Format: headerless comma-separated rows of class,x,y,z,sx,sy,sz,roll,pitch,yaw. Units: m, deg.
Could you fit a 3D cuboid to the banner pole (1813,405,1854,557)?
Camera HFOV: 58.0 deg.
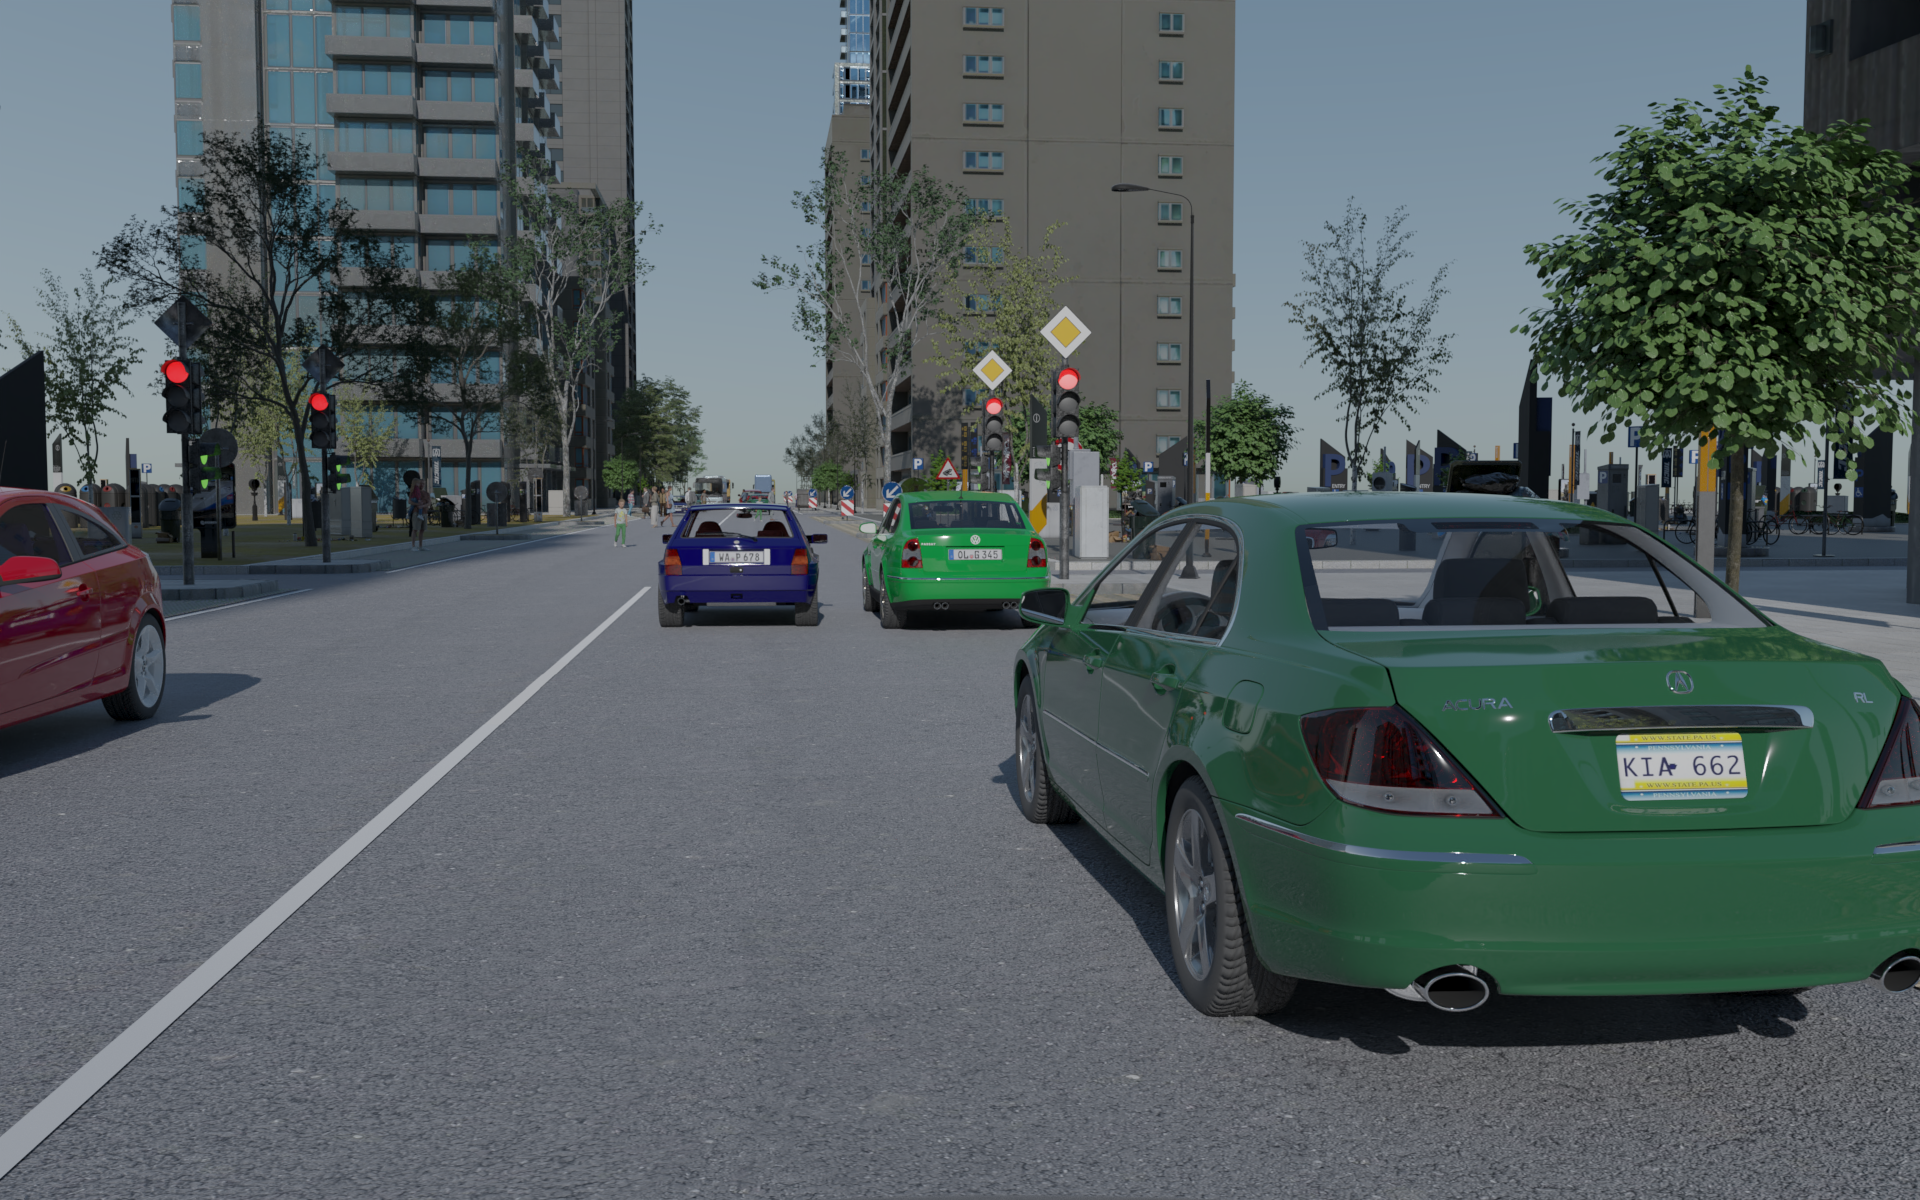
banner pole,17.975,-2.783,35.525,0.863,3.779,0.401,-1,4,-13

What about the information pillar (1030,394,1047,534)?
information pillar,1.830,-3.017,40.682,0.504,3.616,0.183,-3,4,-39

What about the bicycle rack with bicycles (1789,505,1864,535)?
bicycle rack with bicycles,27.337,-2.542,54.944,2.852,0.926,2.925,-2,4,-30

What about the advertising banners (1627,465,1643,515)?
advertising banners,39.914,-6.513,102.675,2.074,3.025,0.090,-3,5,-39

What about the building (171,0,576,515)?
building,-39.953,-30.623,120.292,23.786,49.044,30.456,0,4,-7

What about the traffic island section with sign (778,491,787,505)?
traffic island section with sign,-24.437,-14.277,242.056,1.989,1.847,2.006,0,4,-7

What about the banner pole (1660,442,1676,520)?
banner pole,33.738,-5.644,82.299,0.863,3.779,0.401,1,4,13

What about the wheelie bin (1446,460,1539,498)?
wheelie bin,4.944,-0.508,16.221,0.980,1.594,0.693,0,4,5

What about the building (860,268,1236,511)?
building,6.148,-18.572,148.693,27.650,21.520,28.899,0,4,-7

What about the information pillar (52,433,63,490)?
information pillar,-34.838,-4.622,66.920,0.504,3.616,0.183,2,4,27

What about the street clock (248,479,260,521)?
street clock,-33.797,-4.796,82.981,0.358,2.002,0.471,2,4,33

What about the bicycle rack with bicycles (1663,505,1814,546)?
bicycle rack with bicycles,19.307,-1.860,43.786,2.925,0.926,2.852,0,4,-5

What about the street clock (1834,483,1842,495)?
street clock,58.211,-6.747,114.887,0.358,2.002,0.471,-1,4,-21

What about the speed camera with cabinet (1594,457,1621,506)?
speed camera with cabinet,34.591,-6.023,92.809,2.038,3.252,0.660,3,5,42

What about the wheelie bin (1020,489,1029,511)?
wheelie bin,3.621,-5.616,99.737,0.693,1.594,0.980,-1,4,-17

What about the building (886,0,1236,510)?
building,6.286,-30.454,121.622,21.300,48.544,21.600,0,4,-7

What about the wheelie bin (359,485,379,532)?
wheelie bin,-20.044,-3.081,58.285,0.693,1.594,0.980,1,4,13

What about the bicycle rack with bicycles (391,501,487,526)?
bicycle rack with bicycles,-21.601,-3.527,71.042,2.925,0.926,2.852,1,4,21

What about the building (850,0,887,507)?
building,-0.237,-44.835,171.302,20.563,71.187,20.611,0,4,-7

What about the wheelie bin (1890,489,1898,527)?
wheelie bin,34.012,-3.410,63.668,0.980,1.594,0.693,-1,4,-19

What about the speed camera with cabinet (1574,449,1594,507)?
speed camera with cabinet,27.331,-5.054,76.975,0.660,3.252,2.038,0,4,0

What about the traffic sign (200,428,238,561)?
traffic sign,-14.290,-2.034,33.366,0.768,2.556,0.104,0,4,-3

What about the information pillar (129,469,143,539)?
information pillar,-23.741,-2.776,49.884,0.304,2.012,0.304,-1,4,-22

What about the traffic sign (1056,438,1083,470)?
traffic sign,2.372,-2.357,38.636,0.768,2.556,0.104,0,4,2

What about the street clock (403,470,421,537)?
street clock,-16.466,-2.905,52.059,0.471,2.002,0.358,0,4,-4

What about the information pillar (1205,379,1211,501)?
information pillar,5.030,-2.680,35.173,0.183,3.616,0.504,0,4,7

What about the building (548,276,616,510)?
building,-45.220,-18.673,150.337,27.650,21.520,28.899,0,4,-7

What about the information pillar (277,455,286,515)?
information pillar,-40.891,-6.915,104.420,0.504,3.616,0.183,-3,5,-40

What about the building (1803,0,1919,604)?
building,16.749,-15.011,17.132,14.160,30.474,14.107,0,4,-7

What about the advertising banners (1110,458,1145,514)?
advertising banners,8.153,-5.322,83.208,2.074,3.025,0.090,0,4,-1

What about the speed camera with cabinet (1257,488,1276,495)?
speed camera with cabinet,18.363,-6.764,104.933,0.660,3.252,2.038,-1,4,-23

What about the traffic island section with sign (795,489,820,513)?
traffic island section with sign,-11.378,-7.561,132.253,1.989,1.847,2.006,0,4,-7

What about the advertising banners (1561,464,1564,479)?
advertising banners,34.844,-6.397,100.781,0.090,3.025,2.074,0,4,4

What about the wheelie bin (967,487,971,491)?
wheelie bin,0.568,-4.408,79.979,0.693,1.594,0.980,-1,4,-18

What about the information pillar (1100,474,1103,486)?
information pillar,5.984,-5.000,73.106,0.183,3.616,0.504,0,4,1

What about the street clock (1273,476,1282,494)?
street clock,12.973,-4.054,70.852,0.358,2.002,0.471,1,4,19

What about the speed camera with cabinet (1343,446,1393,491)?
speed camera with cabinet,16.984,-4.765,72.247,2.038,3.252,0.660,3,5,41

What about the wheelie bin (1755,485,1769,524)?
wheelie bin,28.695,-3.339,62.497,0.693,1.594,0.980,-3,5,-42

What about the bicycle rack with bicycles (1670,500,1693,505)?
bicycle rack with bicycles,46.596,-5.968,110.954,2.925,0.926,2.852,1,4,16

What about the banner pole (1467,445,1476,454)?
banner pole,26.128,-6.032,88.645,0.863,3.779,0.401,-2,4,-25

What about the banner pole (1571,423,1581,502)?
banner pole,21.533,-4.320,60.642,0.401,3.779,0.863,0,4,-4

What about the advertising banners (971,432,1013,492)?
advertising banners,0.884,-3.248,49.292,0.090,3.025,2.074,-2,4,-35

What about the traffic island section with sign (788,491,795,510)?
traffic island section with sign,-14.559,-9.198,159.021,1.989,1.847,2.006,0,4,-7

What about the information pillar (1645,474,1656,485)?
information pillar,25.500,-3.639,63.989,0.304,2.012,0.304,0,4,5

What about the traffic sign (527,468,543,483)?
traffic sign,-20.435,-5.092,83.364,0.768,2.556,0.104,0,4,-2

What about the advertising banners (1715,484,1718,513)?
advertising banners,32.428,-4.774,74.247,0.090,3.025,2.074,2,4,26

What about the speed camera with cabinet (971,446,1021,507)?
speed camera with cabinet,1.504,-4.759,72.150,2.038,3.252,0.660,-1,4,-14

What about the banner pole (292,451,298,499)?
banner pole,-38.998,-6.824,101.588,0.401,3.779,0.863,-3,5,-43

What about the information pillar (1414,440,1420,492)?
information pillar,19.758,-5.109,74.895,0.183,3.616,0.504,2,4,35

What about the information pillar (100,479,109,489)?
information pillar,-42.186,-4.950,85.430,0.304,2.012,0.304,0,4,-8

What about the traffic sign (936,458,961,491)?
traffic sign,-0.422,-3.755,61.399,0.884,2.594,0.081,0,4,1

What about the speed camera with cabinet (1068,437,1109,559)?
speed camera with cabinet,2.614,-2.495,35.130,0.660,3.252,2.038,0,4,-3

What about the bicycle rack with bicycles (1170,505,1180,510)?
bicycle rack with bicycles,8.331,-2.785,58.922,2.852,0.926,2.925,0,4,2

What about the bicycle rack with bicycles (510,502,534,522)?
bicycle rack with bicycles,-21.450,-4.176,81.657,2.925,0.926,2.852,-1,4,-14

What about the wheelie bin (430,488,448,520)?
wheelie bin,-25.378,-4.676,84.369,0.980,1.594,0.693,-3,4,-36

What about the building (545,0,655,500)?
building,-50.502,-48.074,224.261,20.563,71.187,20.611,0,4,-7

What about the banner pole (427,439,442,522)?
banner pole,-24.017,-5.445,79.044,0.401,3.779,0.863,3,5,41

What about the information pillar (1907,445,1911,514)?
information pillar,44.292,-5.470,80.792,0.183,3.616,0.504,1,4,18

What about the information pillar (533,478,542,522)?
information pillar,-19.520,-4.624,80.101,0.304,2.012,0.304,-2,4,-35

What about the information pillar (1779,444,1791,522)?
information pillar,38.367,-5.454,80.524,0.183,3.616,0.504,-2,4,-25
